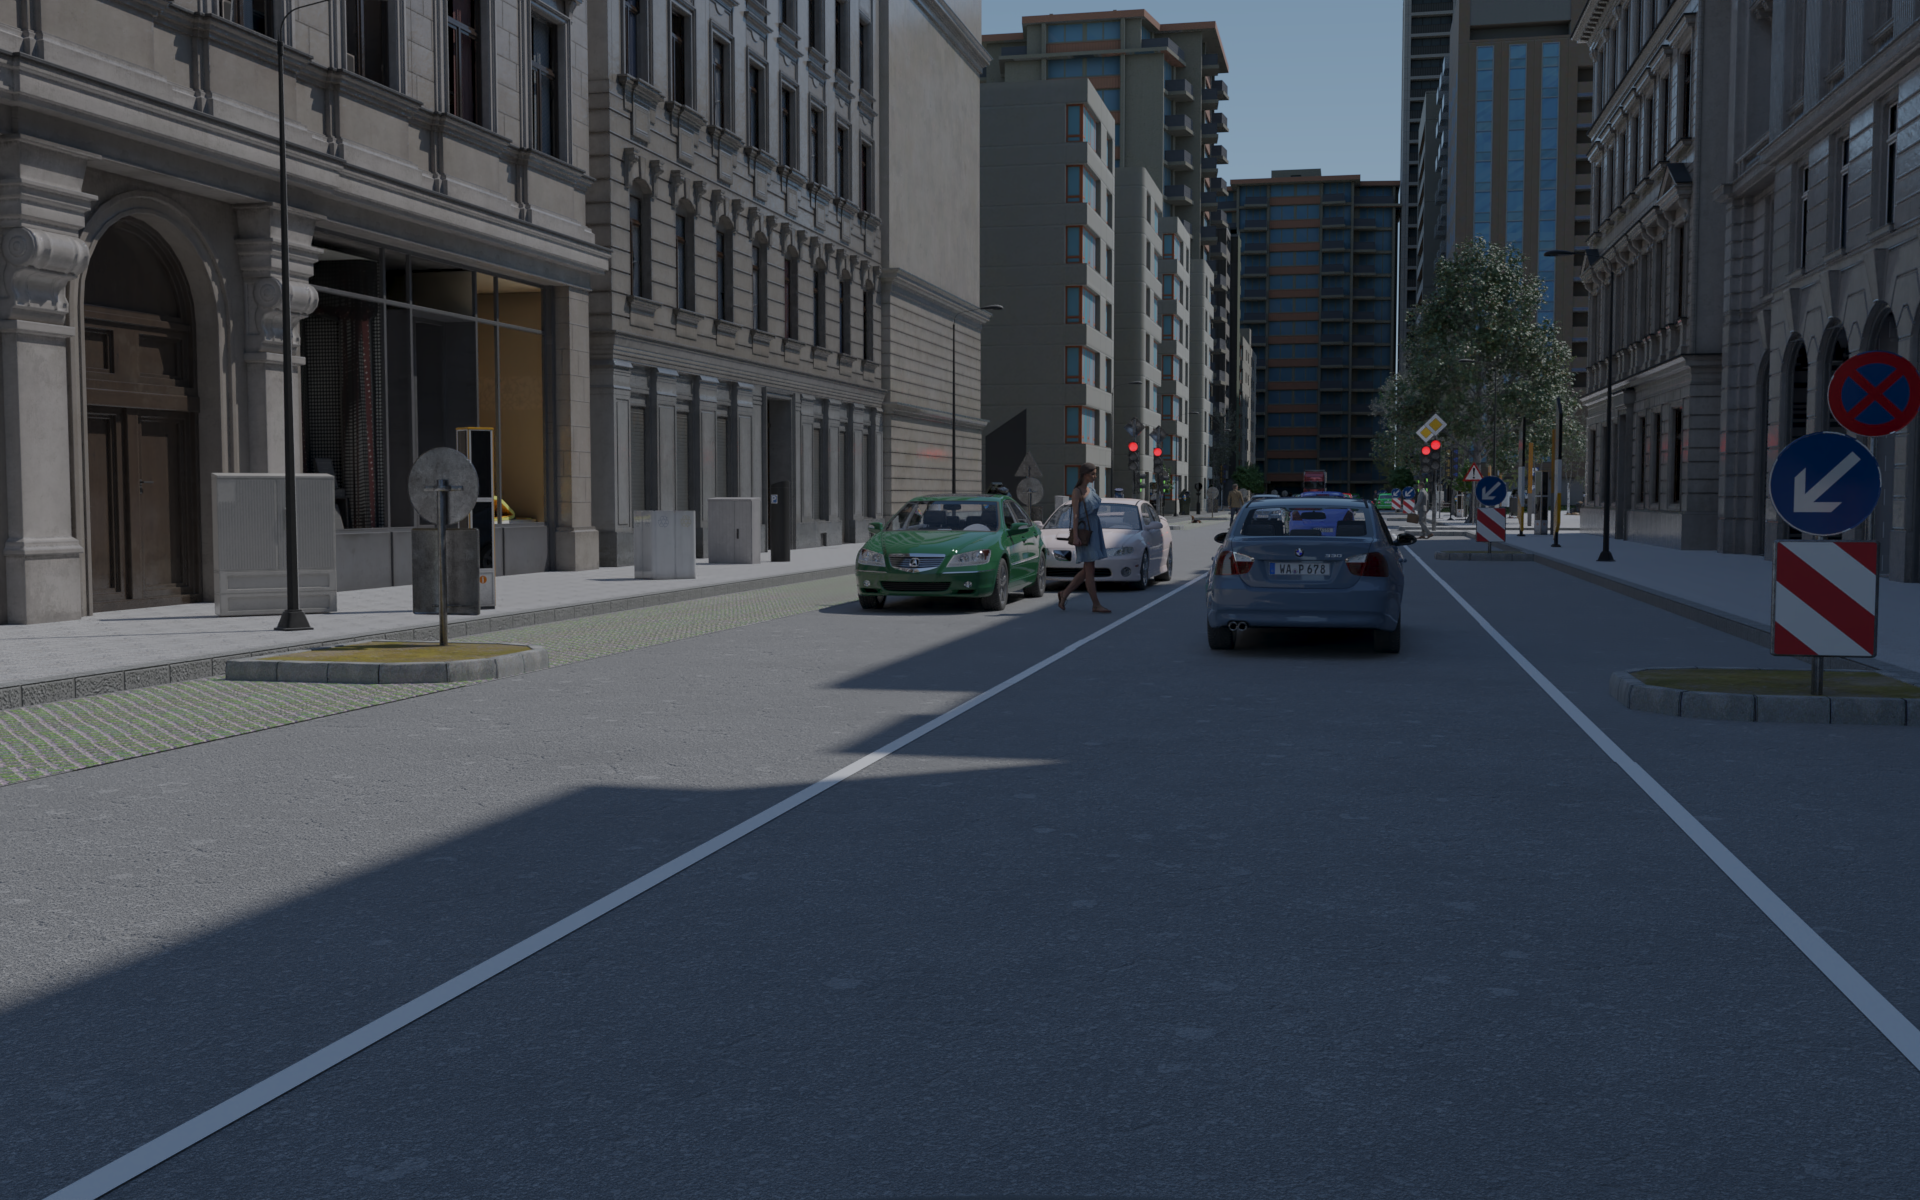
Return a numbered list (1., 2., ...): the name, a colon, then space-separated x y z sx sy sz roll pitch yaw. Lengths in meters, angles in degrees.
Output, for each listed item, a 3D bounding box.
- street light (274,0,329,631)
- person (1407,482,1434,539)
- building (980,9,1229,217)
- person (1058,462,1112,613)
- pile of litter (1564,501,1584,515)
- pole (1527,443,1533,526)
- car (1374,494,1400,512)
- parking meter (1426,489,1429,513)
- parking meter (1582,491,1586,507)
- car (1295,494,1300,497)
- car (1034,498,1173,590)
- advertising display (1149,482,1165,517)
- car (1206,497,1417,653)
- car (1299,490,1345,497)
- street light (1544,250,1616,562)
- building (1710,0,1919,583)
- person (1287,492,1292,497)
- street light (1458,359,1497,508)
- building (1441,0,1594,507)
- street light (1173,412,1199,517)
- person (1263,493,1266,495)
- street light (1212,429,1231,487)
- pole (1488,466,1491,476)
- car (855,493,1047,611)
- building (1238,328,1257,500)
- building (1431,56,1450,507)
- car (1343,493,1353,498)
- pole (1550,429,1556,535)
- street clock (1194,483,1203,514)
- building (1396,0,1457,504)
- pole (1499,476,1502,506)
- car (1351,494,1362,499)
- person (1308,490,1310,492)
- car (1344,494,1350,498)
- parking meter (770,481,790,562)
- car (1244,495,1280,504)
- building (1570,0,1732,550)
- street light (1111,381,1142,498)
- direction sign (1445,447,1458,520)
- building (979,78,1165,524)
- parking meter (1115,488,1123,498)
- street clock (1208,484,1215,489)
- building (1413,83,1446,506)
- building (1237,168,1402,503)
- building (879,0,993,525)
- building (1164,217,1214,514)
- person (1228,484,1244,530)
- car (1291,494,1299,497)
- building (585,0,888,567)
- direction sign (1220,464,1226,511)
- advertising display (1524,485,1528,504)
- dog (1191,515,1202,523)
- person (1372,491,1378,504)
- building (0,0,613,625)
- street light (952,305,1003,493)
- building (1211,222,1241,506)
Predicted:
1. street light: -5.768 -2.662 16.057 1.470 5.913 1.316 1 4 13
2. person: 14.764 -2.863 55.423 0.853 1.813 0.709 2 4 26
3. building: 13.238 -30.989 161.293 22.147 44.769 28.867 1 4 13
4. person: 1.476 -0.753 20.901 0.778 1.811 0.616 3 4 36
5. pile of litter: 37.556 -5.570 105.029 1.719 0.858 1.176 3 5 41
6. pole: 22.678 -4.590 68.889 0.158 3.312 0.155 0 3 0
7. car: 32.224 -7.445 130.516 1.959 1.807 4.718 1 4 13
8. parking meter: 32.414 -7.029 120.627 0.399 1.863 0.255 2 4 33
9. parking meter: 45.136 -7.139 125.125 0.372 1.533 0.369 0 3 0
10. car: 10.939 -2.543 53.375 2.131 1.459 4.920 1 4 11
11. car: 2.251 -0.923 27.451 2.083 1.381 4.827 1 4 14
12. advertising display: 10.643 -5.401 93.525 0.974 1.923 0.123 3 5 43
13. car: 3.455 -0.308 17.034 2.014 1.417 4.499 1 4 14
14. car: 9.579 -2.220 45.887 1.945 1.707 3.694 1 4 11
15. street light: 11.793 -3.697 32.987 1.470 5.913 1.316 1 4 13
16. building: 19.716 -11.184 24.663 13.314 21.916 24.055 1 4 13
17. person: 41.236 -12.667 216.432 1.217 1.723 0.721 -2 4 -24
18. street light: 17.843 -5.327 59.641 1.470 5.913 1.316 1 4 13
19. building: 49.848 -30.621 150.760 14.600 45.320 14.200 1 4 13
20. street light: 12.799 -7.683 98.160 1.470 5.913 1.316 1 4 13
21. person: 39.555 -13.208 225.126 0.621 1.740 0.551 -3 5 -39
22. street light: 18.773 -9.306 124.699 1.470 5.913 1.316 1 4 13
23. pole: 37.489 -7.879 122.662 0.158 3.312 0.155 0 3 0
24. car: -0.025 -0.680 22.920 2.131 1.459 4.920 1 4 12
25. building: 19.865 -22.095 206.300 28.899 21.520 27.650 1 4 13
26. building: 58.826 -33.767 171.702 23.786 49.044 30.456 1 4 13
27. car: 25.348 -6.481 115.001 2.155 1.783 4.494 1 4 14
28. pole: 18.667 -3.703 54.391 0.158 3.312 0.155 0 3 0
29. street clock: 14.991 -6.381 108.903 0.471 2.002 0.358 -1 4 -22
30. building: 69.388 -48.508 231.359 20.611 71.187 20.563 1 4 13
31. pole: 39.015 -8.023 125.018 0.158 3.312 0.155 0 3 0
32. car: 43.316 -11.132 190.804 1.959 1.807 4.718 1 4 13
33. person: 36.531 -10.547 181.084 0.705 1.807 1.348 0 4 2
34. car: 20.719 -5.094 95.083 2.131 1.459 4.920 1 4 13
35. parking meter: -3.407 -1.494 32.831 0.372 1.533 0.369 0 3 0
36. car: 13.880 -4.076 78.651 2.014 1.417 4.499 1 4 14
37. building: 23.058 -11.140 46.765 10.561 19.102 19.286 1 4 13
38. street light: 6.823 -6.060 71.621 1.470 5.913 1.316 1 4 13
39. direction sign: 23.864 -5.636 84.139 0.876 3.537 0.379 -2 4 -32
40. building: -5.004 -14.943 89.352 27.650 21.520 28.899 1 4 13
41. parking meter: 6.732 -3.971 73.341 0.372 1.533 0.369 0 3 0
42. street clock: 18.992 -7.721 130.815 0.471 2.002 0.358 0 3 0
43. building: 63.345 -35.085 197.343 21.300 48.544 21.600 1 4 13
44. building: 44.980 -35.582 236.385 28.867 44.769 22.147 1 4 13
45. building: -16.868 -14.572 57.344 34.723 24.649 14.460 1 4 13
46. building: 3.234 -17.138 125.252 27.650 21.520 28.899 1 4 13
47. person: 11.133 -3.751 69.735 0.656 1.842 0.836 -2 4 -33
48. car: 32.367 -9.391 165.335 2.131 1.459 4.920 1 4 14
49. building: -8.599 -11.635 39.390 9.793 20.994 18.267 1 4 13
50. direction sign: 19.791 -8.467 130.436 0.379 3.537 0.876 -1 4 -19
51. advertising display: 40.153 -7.127 121.742 0.974 1.923 0.123 2 4 35
52. dog: 11.486 -3.925 84.374 0.550 0.427 0.748 -2 4 -33
53. person: 37.622 -9.053 157.073 0.434 1.755 0.990 2 4 29
54. building: -14.855 -9.766 10.579 10.553 20.767 40.483 1 4 13
55. street light: 0.373 -4.298 42.815 1.470 5.913 1.316 1 4 13
56. building: 21.848 -25.081 181.775 14.160 30.474 14.107 1 4 13
